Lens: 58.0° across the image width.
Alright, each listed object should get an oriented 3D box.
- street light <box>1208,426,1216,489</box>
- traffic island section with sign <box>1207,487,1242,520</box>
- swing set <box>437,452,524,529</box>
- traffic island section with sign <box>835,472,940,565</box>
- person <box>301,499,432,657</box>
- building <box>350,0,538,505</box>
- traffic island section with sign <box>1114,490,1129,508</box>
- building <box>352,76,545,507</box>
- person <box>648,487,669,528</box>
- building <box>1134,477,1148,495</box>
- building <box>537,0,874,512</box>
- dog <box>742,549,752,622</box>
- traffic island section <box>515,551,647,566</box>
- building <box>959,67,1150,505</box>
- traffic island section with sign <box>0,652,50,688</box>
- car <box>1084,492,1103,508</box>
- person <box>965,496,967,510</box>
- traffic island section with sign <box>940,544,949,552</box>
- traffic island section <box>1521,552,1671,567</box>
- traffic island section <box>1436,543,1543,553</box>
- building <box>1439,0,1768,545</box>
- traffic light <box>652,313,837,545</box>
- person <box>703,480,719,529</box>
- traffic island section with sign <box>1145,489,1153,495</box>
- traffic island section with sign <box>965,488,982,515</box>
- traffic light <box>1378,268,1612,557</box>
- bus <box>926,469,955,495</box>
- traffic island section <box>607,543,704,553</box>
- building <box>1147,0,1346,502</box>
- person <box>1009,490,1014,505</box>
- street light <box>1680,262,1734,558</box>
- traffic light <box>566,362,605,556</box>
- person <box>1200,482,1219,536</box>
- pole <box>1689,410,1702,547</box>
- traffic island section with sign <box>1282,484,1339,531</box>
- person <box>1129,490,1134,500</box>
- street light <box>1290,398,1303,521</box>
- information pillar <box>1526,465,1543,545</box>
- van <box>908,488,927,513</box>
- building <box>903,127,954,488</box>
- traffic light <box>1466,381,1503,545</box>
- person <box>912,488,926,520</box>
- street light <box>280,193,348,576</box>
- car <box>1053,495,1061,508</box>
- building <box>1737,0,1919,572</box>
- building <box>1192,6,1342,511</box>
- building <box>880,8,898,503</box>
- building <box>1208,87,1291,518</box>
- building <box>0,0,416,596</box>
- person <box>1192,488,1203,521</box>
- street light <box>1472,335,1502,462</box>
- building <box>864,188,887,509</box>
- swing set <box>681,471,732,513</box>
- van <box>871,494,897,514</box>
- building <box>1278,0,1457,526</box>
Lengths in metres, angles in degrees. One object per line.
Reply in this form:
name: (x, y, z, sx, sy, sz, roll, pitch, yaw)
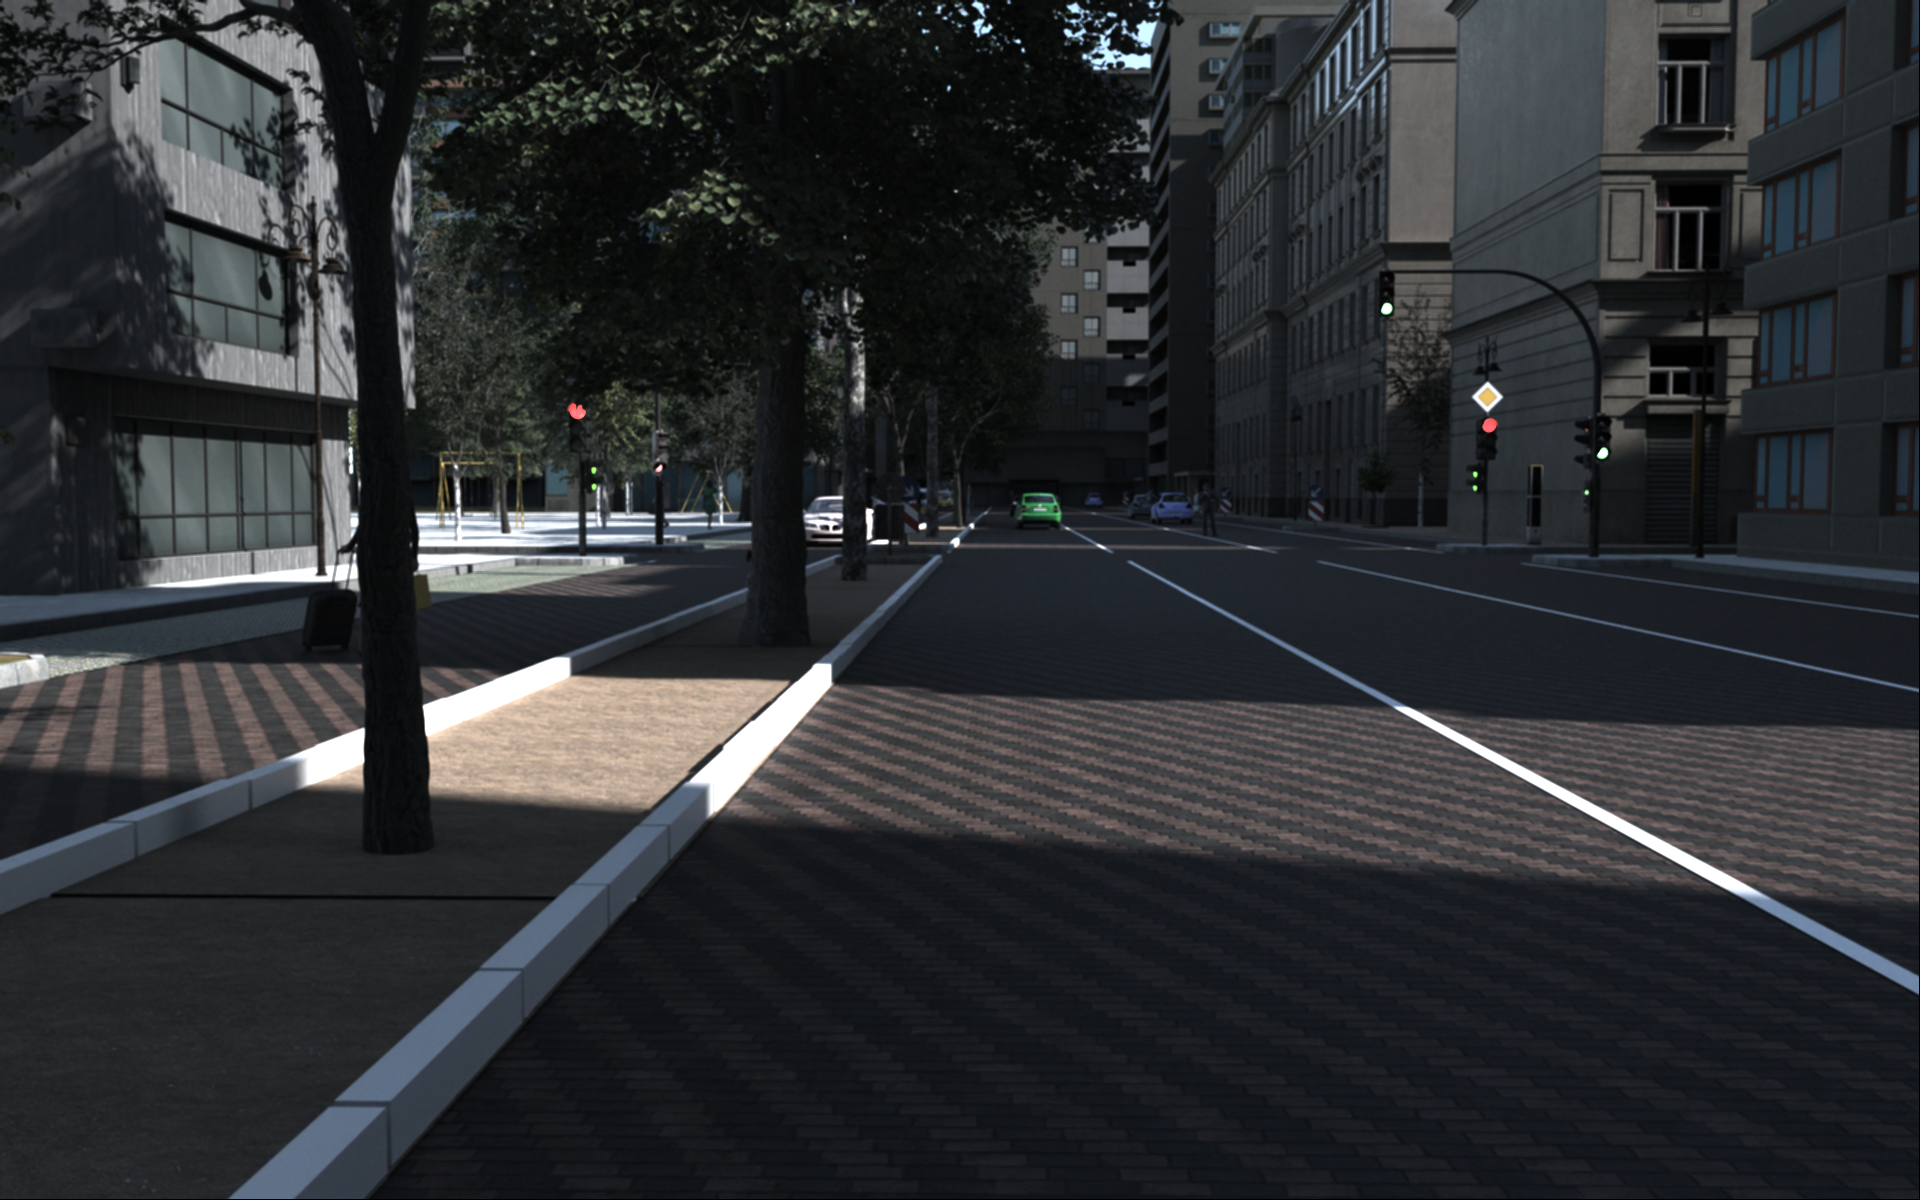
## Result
street light: (17.006, -8.832, 117.192, 0.468, 5.910, 1.993, 0, 4, 1)
traffic island section with sign: (14.420, -5.306, 95.373, 1.989, 1.847, 2.006, 0, 4, 1)
swing set: (-17.818, -4.112, 64.846, 3.119, 2.851, 2.862, -1, 4, -19)
traffic island section with sign: (-1.497, -1.697, 35.887, 2.006, 1.907, 1.989, 0, 4, 1)
person: (-5.288, -0.411, 15.430, 0.699, 1.804, 1.509, -3, 5, -40)
building: (-61.981, -47.358, 212.547, 20.611, 71.187, 20.563, 0, 4, 1)
traffic island section with sign: (16.384, -10.048, 172.914, 1.989, 1.847, 2.006, 0, 4, 1)
building: (-48.975, -32.398, 184.327, 28.867, 44.769, 22.147, 0, 4, 1)
person: (-11.498, -3.690, 66.490, 0.853, 1.813, 0.709, 1, 4, 17)
building: (34.914, -29.930, 181.244, 32.217, 40.220, 23.993, 0, 4, 1)
building: (-19.244, -31.462, 134.009, 23.786, 49.044, 30.456, 0, 4, 1)
dog: (-2.354, -0.166, 19.556, 0.513, 0.831, 0.800, 2, 4, 26)
traffic island section: (-7.819, -0.828, 35.811, 2.009, 0.180, 2.903, 0, 4, 1)
building: (13.085, -38.293, 215.327, 27.495, 52.752, 28.713, 0, 4, 1)
traffic island section with sign: (-8.063, -0.265, 12.958, 1.989, 1.847, 2.006, 0, 4, 1)
car: (14.019, -10.515, 181.511, 1.945, 1.707, 3.694, 0, 4, 1)
person: (0.382, -8.747, 152.980, 0.593, 1.643, 0.415, -3, 5, -40)
traffic island section with sign: (-1.302, -2.150, 43.291, 2.006, 1.907, 1.989, 0, 4, 1)
traffic island section: (12.916, -0.795, 35.287, 2.009, 0.180, 2.903, 0, 4, 1)
traffic island section: (13.117, -1.284, 43.269, 2.009, 0.180, 2.903, 0, 4, 1)
building: (30.526, -13.273, 50.298, 30.059, 22.955, 16.112, 0, 4, 1)
traffic light: (-5.485, -4.219, 43.641, 4.771, 5.953, 1.251, 0, 4, 1)
person: (-9.138, -3.479, 63.176, 0.600, 1.795, 0.529, 1, 4, 13)
traffic island section with sign: (15.675, -8.345, 145.075, 1.989, 1.847, 2.006, 0, 4, 1)
traffic island section with sign: (0.577, -6.744, 118.406, 2.006, 1.907, 1.989, 0, 4, 1)
traffic light: (10.783, -3.695, 35.085, 4.771, 5.953, 1.251, 0, 4, 1)
bus: (-1.624, -10.895, 169.683, 2.896, 3.916, 12.252, 0, 4, 1)
traffic island section: (-7.618, -1.316, 43.794, 2.009, 0.180, 2.903, 0, 4, 1)
building: (28.801, -32.681, 158.034, 21.300, 48.544, 21.600, 0, 4, 1)
person: (4.309, -8.176, 142.724, 0.434, 1.755, 0.990, -1, 4, -23)
street light: (14.925, -3.790, 34.758, 0.468, 5.910, 1.993, 0, 4, 1)
traffic light: (-7.779, -2.860, 35.675, 0.839, 4.253, 0.868, 0, 4, 1)
person: (8.520, -3.114, 59.219, 0.655, 1.846, 0.447, 0, 4, 3)
pole: (17.850, -2.947, 42.024, 0.158, 3.312, 0.155, 0, 3, 0)
traffic island section with sign: (13.743, -3.636, 68.077, 1.989, 1.847, 2.006, 0, 4, 1)
person: (18.293, -10.903, 184.762, 0.568, 1.767, 0.683, 1, 4, 9)
street light: (16.157, -6.763, 83.359, 0.468, 5.910, 1.993, 0, 4, 1)
information pillar: (14.582, -2.414, 43.960, 0.304, 2.012, 0.304, 0, 4, 2)
van: (-2.758, -6.606, 115.026, 2.013, 2.044, 4.112, 0, 4, 3)
building: (-11.539, -36.025, 212.713, 21.600, 48.544, 21.300, 0, 4, 1)
traffic light: (13.077, -3.317, 43.157, 0.839, 4.253, 0.868, 0, 4, 1)
person: (-2.446, -5.320, 95.692, 0.699, 1.804, 1.509, -2, 4, -24)
street light: (-10.020, -3.316, 27.007, 0.468, 5.910, 1.993, 0, 4, 1)
car: (8.653, -9.372, 165.599, 2.083, 1.381, 4.827, 0, 4, 2)
building: (29.384, -10.706, 20.089, 27.650, 21.520, 28.899, 0, 4, 1)
building: (33.405, -27.057, 134.264, 32.217, 40.220, 23.993, 0, 4, 1)
building: (-20.432, -39.247, 183.688, 28.212, 58.520, 21.231, 0, 4, 1)
building: (22.616, -18.819, 104.959, 12.463, 27.353, 25.104, 0, 4, 1)
building: (-17.230, -15.670, 27.907, 14.107, 30.474, 14.160, 0, 4, 1)
person: (12.848, -5.193, 93.759, 0.624, 1.780, 0.694, 1, 4, 17)
street light: (15.305, -4.748, 50.417, 0.468, 5.910, 1.993, 0, 4, 1)
building: (-14.044, -30.959, 156.293, 14.600, 45.320, 14.200, 0, 4, 1)
swing set: (-16.941, -7.234, 115.892, 2.862, 2.851, 3.119, 0, 4, 4)
van: (-5.442, -7.272, 125.907, 2.013, 2.044, 4.112, 0, 4, 1)
building: (22.758, -17.286, 79.890, 12.463, 27.353, 25.104, 0, 4, 1)
